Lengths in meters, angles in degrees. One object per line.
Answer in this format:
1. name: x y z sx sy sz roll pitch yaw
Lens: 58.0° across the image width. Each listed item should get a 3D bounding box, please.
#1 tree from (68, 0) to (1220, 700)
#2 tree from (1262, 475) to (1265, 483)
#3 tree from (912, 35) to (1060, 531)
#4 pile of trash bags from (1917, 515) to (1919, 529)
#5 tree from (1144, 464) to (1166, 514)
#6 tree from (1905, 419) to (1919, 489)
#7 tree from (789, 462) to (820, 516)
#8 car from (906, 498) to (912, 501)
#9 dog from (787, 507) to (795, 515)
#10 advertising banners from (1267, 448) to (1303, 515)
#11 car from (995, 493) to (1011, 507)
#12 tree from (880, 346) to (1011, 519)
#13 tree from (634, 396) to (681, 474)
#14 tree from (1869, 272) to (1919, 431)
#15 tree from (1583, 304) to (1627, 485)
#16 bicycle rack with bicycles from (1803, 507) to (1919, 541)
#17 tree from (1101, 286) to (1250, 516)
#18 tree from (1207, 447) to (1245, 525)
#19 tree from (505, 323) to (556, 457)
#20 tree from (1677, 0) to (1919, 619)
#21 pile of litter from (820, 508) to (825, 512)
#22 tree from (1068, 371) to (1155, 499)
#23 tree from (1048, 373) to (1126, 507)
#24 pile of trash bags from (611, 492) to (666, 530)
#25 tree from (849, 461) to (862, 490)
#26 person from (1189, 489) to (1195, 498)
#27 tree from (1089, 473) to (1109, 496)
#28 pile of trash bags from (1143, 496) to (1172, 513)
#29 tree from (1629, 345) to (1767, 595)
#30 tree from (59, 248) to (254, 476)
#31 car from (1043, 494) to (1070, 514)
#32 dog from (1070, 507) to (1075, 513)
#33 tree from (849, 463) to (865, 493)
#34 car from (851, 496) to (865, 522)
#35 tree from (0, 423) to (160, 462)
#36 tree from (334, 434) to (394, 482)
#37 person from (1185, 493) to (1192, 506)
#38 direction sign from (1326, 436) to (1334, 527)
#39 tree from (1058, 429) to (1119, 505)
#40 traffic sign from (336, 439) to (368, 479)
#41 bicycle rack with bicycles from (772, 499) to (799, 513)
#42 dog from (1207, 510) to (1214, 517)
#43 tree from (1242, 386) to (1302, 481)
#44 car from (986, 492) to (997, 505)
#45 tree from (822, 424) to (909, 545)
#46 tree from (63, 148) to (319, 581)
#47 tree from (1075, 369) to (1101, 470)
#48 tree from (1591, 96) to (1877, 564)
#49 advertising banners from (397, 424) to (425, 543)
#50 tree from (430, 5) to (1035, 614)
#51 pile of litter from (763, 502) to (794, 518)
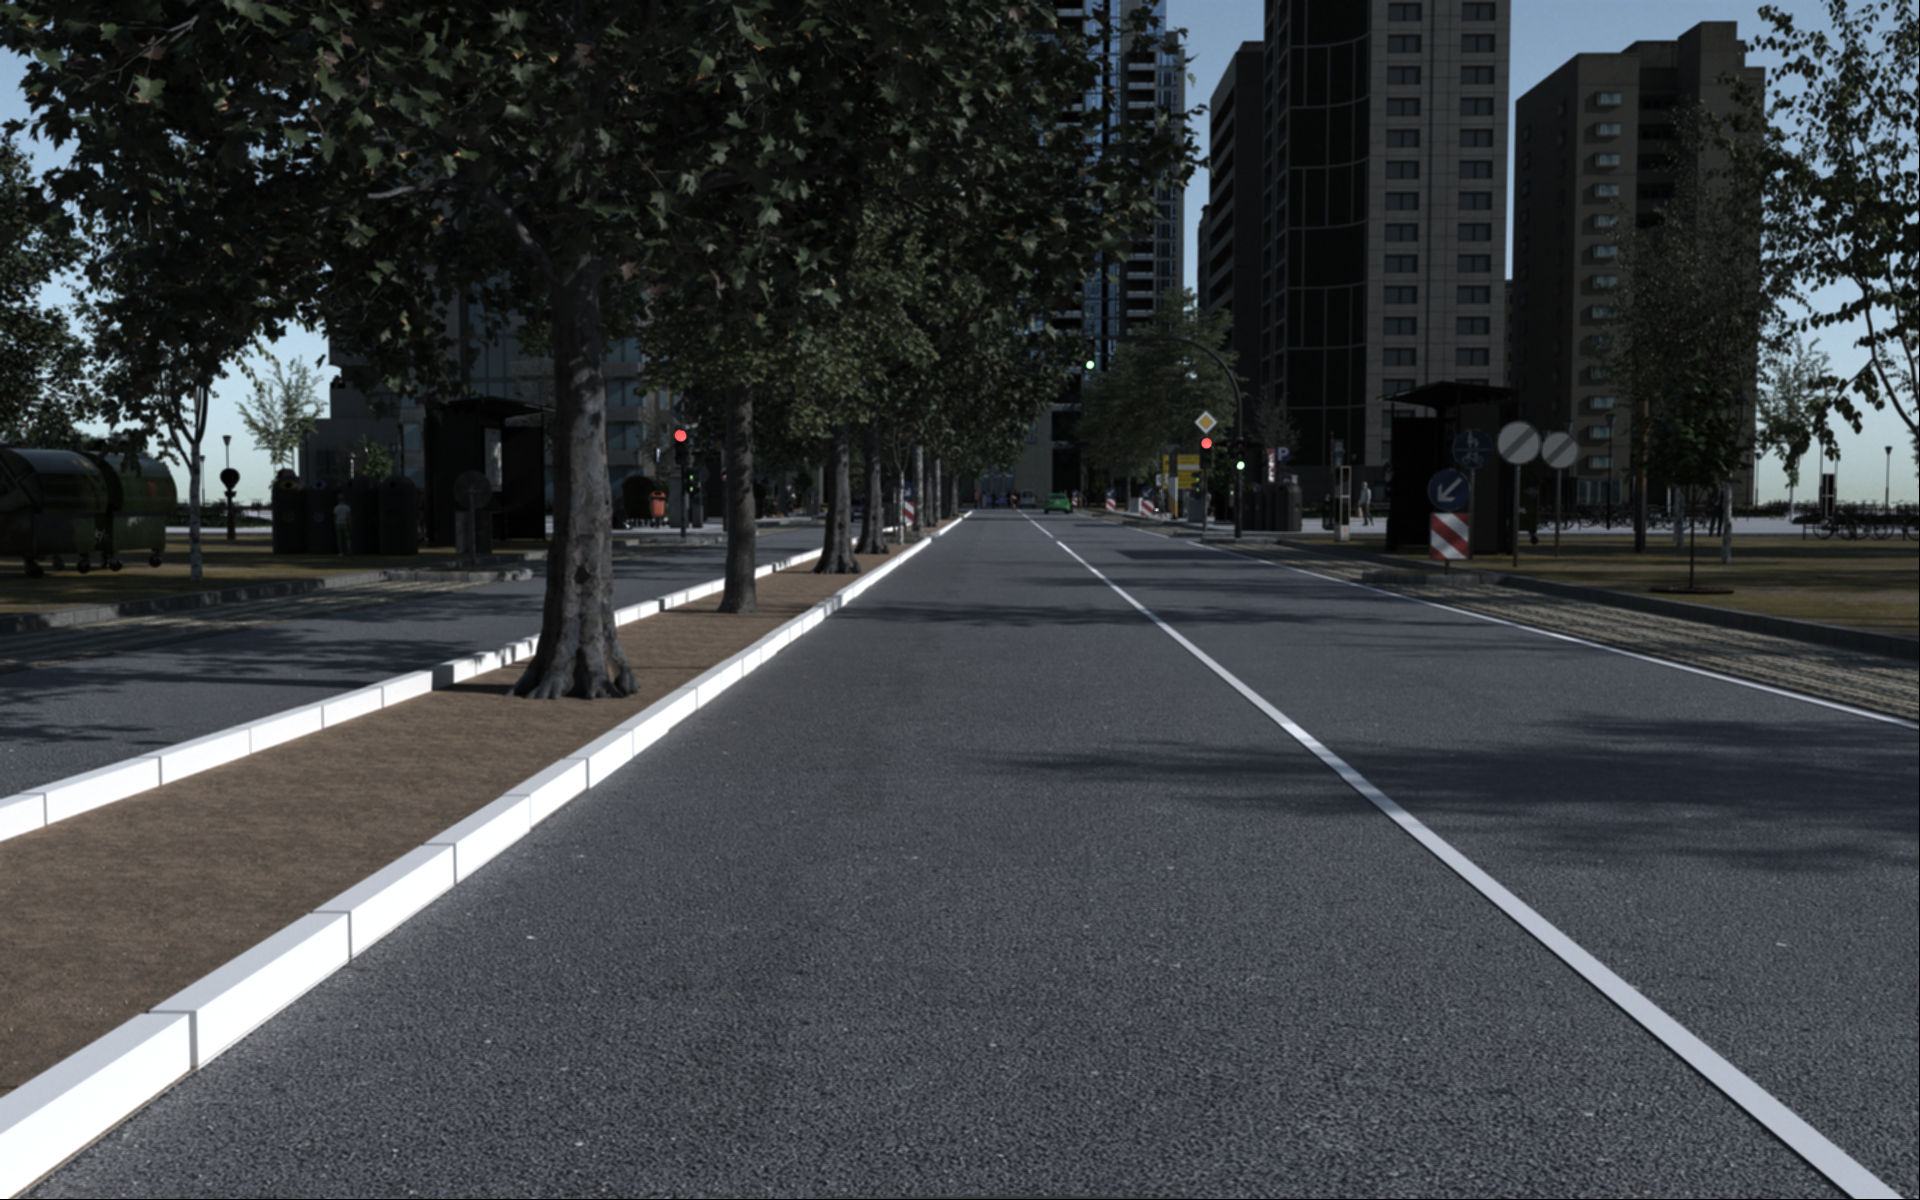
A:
1. tree: -2.729 -5.673 12.216 9.611 12.733 9.660 0 3 0
2. tree: 13.991 -5.493 84.412 1.663 3.219 1.824 0 3 0
3. tree: -2.742 -12.541 63.398 12.611 20.169 13.585 0 3 0
4. pile of trash bags: 35.520 -3.146 61.183 3.447 1.369 1.912 -2 4 -29
5. tree: 12.635 -7.093 110.576 1.663 3.219 1.824 0 3 0
6. tree: 67.560 -9.118 111.982 11.467 7.101 20.602 0 4 -1
7. tree: -9.447 -6.676 103.753 1.663 3.219 1.824 0 3 0
8. car: -2.896 -6.987 123.038 1.959 1.807 4.718 0 4 -1
9. dog: -10.480 -5.491 106.613 0.540 0.507 0.406 -1 4 -21
10. advertising banners: 12.426 -4.292 66.366 2.074 3.025 0.090 -3 4 -38
11. car: 5.009 -11.516 197.875 1.945 1.707 3.694 0 4 2
12. tree: -0.470 -12.735 117.323 9.857 13.997 8.962 0 3 0
13. tree: -22.545 -10.977 129.834 4.360 8.622 3.978 0 3 0
14. tree: 25.306 -5.688 43.358 4.360 8.622 3.978 0 3 0
15. tree: 19.423 -5.914 47.059 4.737 8.622 4.395 0 3 0
16. bicycle rack with bicycles: 25.060 -2.154 48.607 2.852 0.926 2.925 -1 4 -19
17. tree: 12.093 -10.828 95.161 7.486 12.596 7.792 0 3 0
18. tree: 10.910 -4.721 71.795 1.663 3.219 1.824 0 3 0
19. tree: -17.312 -7.563 74.018 4.360 8.622 3.978 0 3 0
20. tree: 9.910 -4.122 17.751 4.737 8.622 4.395 0 3 0
21. pile of litter: -10.089 -6.649 122.679 1.176 0.858 1.719 1 4 21
22. tree: 12.694 -13.390 144.680 9.928 11.665 9.643 0 3 0
23. tree: 13.978 -16.183 174.964 12.009 13.543 11.850 0 3 0
24. pile of trash bags: -12.404 -3.251 62.909 3.447 1.369 1.912 -1 4 -20
25. tree: -8.588 -11.916 145.186 4.737 8.622 4.395 0 3 0
26. person: 23.253 -10.101 171.912 1.217 1.735 0.721 1 4 14
27. tree: 12.524 -9.904 156.526 1.663 3.219 1.824 0 3 0
28. pile of trash bags: 13.371 -6.646 118.412 1.912 1.369 3.447 0 4 -7
29. tree: 9.682 -1.709 22.537 1.663 3.219 1.824 0 3 0
30. tree: -18.153 -5.502 40.327 4.360 8.622 3.978 0 3 0
31. car: 6.987 -7.115 125.127 1.959 1.807 4.718 0 4 2
32. dog: 8.418 -6.903 133.049 0.748 0.427 0.550 1 4 13
33. tree: -8.956 -10.538 156.010 4.285 4.588 4.351 0 3 0
34. car: -4.947 -4.631 88.296 1.945 1.354 3.894 0 4 2
35. tree: -64.657 -9.665 120.925 11.467 7.101 20.602 0 4 -4
36. tree: -32.644 -6.815 95.137 4.285 4.588 4.351 0 3 0
37. person: 25.208 -11.391 192.276 1.348 1.826 0.705 2 4 35
38. direction sign: 14.598 -4.649 68.011 0.379 3.537 0.876 1 4 16
39. tree: 14.867 -16.491 204.032 7.601 10.594 8.767 2 4 34
40. traffic sign: -14.204 -2.468 40.458 0.768 2.556 0.104 0 4 4
41. bicycle rack with bicycles: -12.257 -6.350 117.211 2.852 0.926 2.925 -1 4 -15
42. dog: 13.274 -4.624 92.425 0.540 0.507 0.406 0 4 -7
43. tree: 21.121 -10.191 116.982 4.360 8.622 3.978 0 3 0
44. car: 3.641 -11.973 205.352 1.945 1.707 3.694 0 4 2
45. tree: -1.678 -5.846 48.403 4.360 8.622 3.978 0 3 0
46. tree: -11.286 -4.599 25.554 4.737 8.622 4.395 0 3 0
47. tree: 12.545 -12.958 129.998 7.486 12.596 7.792 0 3 0
48. tree: 13.868 -4.973 31.671 4.360 8.622 3.978 0 3 0
49. advertising banners: -14.031 -2.933 44.136 0.090 3.025 2.074 0 4 -3
50. tree: -2.741 -6.133 20.854 7.486 12.596 7.792 0 3 0
51. pile of litter: -10.008 -4.865 93.507 1.719 0.858 1.176 0 4 3
